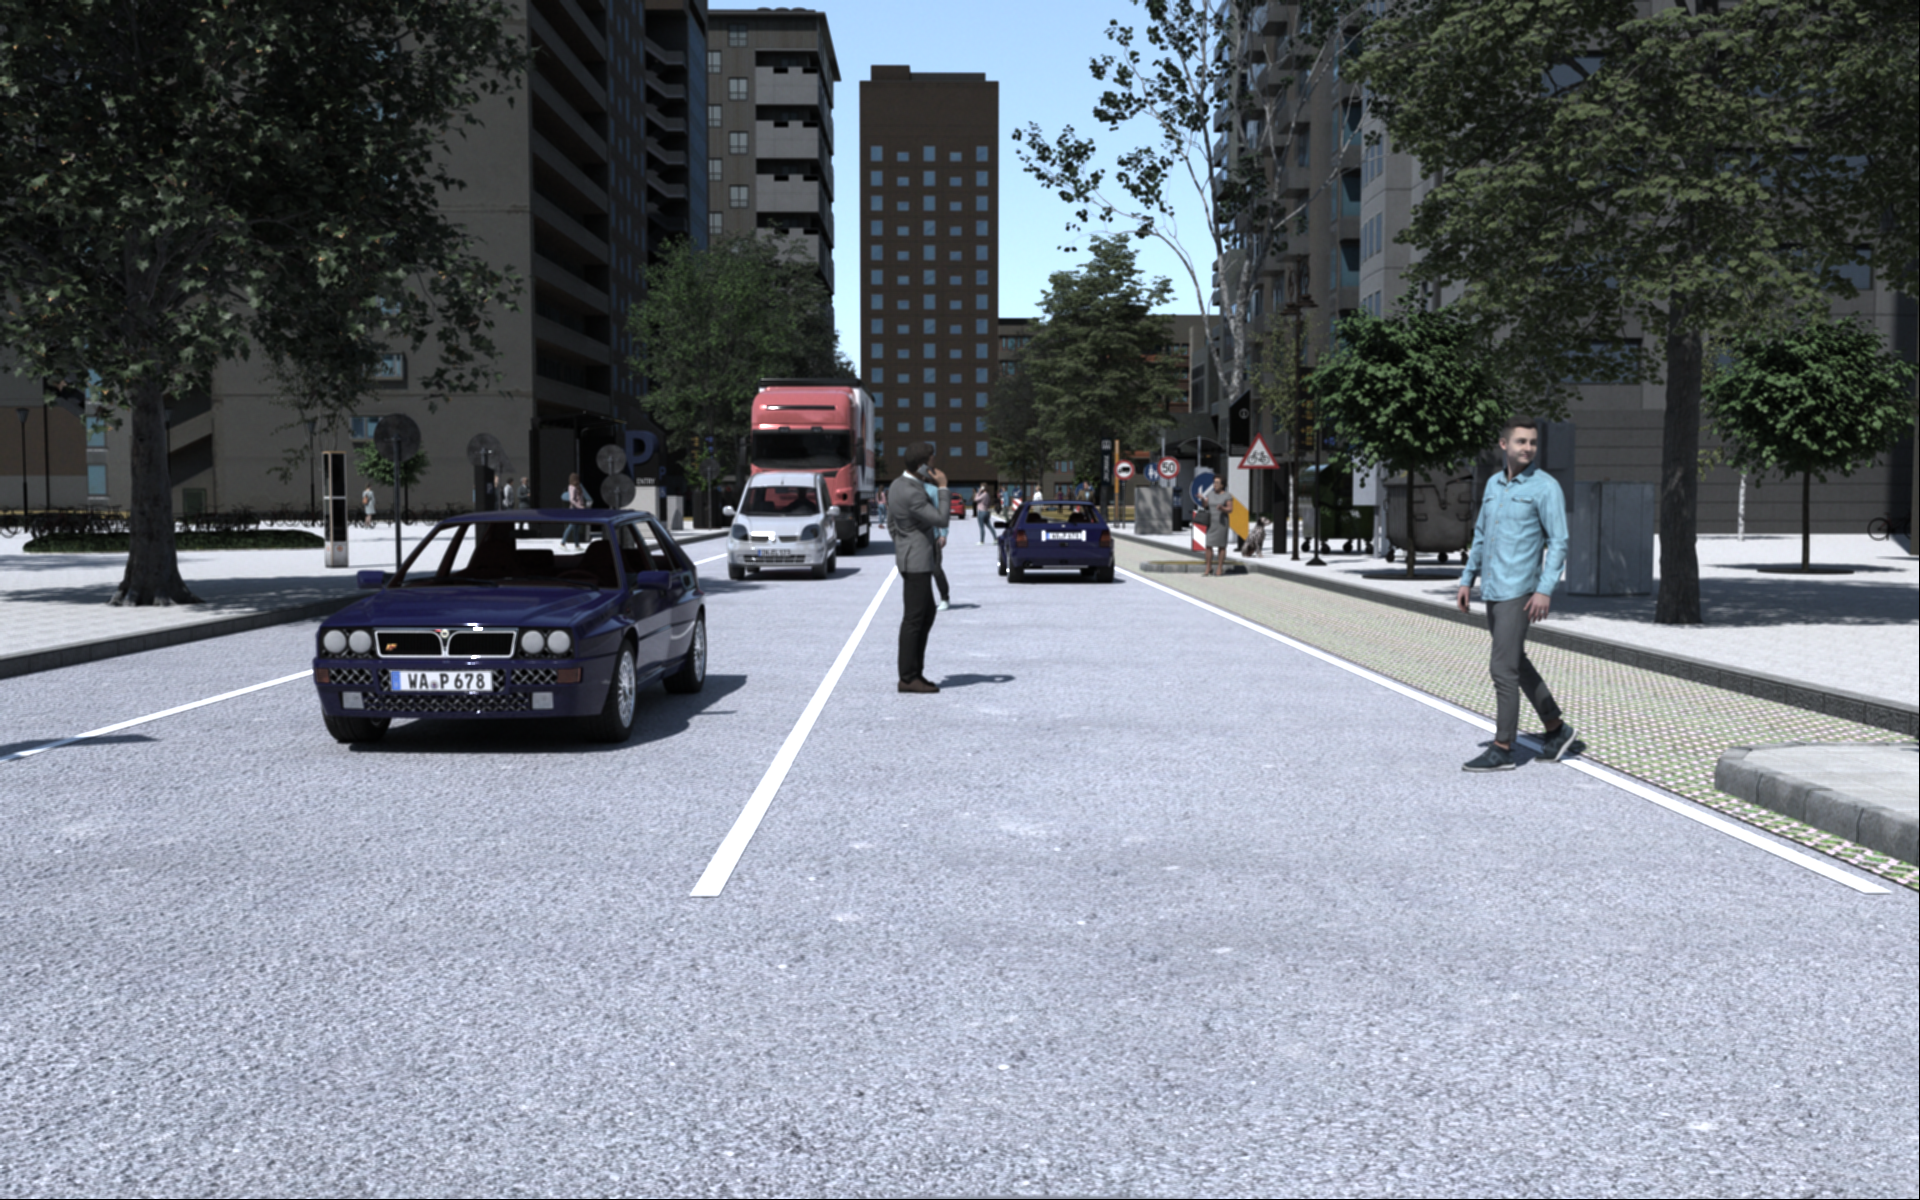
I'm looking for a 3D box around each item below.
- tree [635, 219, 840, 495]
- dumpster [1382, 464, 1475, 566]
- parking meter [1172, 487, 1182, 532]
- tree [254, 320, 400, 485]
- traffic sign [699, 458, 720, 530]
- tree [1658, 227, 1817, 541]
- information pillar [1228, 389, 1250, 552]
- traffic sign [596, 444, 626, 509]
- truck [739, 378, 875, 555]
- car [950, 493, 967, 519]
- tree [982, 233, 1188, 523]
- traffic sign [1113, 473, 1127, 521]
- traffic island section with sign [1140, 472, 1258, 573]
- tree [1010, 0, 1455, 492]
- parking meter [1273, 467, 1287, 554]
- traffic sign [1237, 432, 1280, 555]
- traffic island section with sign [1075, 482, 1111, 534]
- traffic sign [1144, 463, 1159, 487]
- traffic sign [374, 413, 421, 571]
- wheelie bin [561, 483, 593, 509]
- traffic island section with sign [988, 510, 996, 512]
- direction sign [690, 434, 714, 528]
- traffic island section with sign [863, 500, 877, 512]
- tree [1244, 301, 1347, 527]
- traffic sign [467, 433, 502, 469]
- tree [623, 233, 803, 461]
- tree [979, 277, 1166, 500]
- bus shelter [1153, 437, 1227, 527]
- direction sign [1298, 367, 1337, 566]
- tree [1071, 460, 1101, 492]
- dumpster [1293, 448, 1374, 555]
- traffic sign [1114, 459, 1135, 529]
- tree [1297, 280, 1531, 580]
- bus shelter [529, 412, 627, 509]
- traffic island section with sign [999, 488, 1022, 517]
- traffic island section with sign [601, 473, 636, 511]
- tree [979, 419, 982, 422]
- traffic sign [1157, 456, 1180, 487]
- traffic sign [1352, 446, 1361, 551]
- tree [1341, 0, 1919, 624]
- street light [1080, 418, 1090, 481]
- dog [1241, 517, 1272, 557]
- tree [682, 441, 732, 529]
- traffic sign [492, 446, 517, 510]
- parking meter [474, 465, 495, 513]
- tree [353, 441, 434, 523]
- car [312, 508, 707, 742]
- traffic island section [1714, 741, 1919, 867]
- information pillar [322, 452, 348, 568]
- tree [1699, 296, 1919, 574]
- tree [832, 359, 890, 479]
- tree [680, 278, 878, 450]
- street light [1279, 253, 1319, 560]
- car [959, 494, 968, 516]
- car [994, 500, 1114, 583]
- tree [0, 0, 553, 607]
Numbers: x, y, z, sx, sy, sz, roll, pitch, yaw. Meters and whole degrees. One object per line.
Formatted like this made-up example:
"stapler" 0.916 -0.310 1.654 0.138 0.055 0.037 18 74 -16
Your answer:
"tree" -10.408 -10.658 80.906 9.857 13.997 8.962 0 3 0
"dumpster" 8.568 -1.584 31.663 1.264 1.857 1.865 0 4 -1
"parking meter" 7.383 -3.094 58.993 0.372 1.533 0.369 0 3 0
"tree" -16.790 -5.842 45.886 4.360 8.622 3.978 0 3 0
"traffic sign" -8.894 -3.758 61.553 0.768 2.556 0.104 0 4 3
"tree" 21.366 -5.928 47.290 4.737 8.622 4.395 0 3 0
"information pillar" 6.219 -2.886 38.534 0.504 3.616 0.183 -1 4 -15
"traffic sign" -8.951 -2.712 44.443 0.768 2.556 0.104 0 4 3
"truck" -3.637 -3.375 44.096 2.839 4.237 11.283 0 4 0
"car" -0.677 -5.514 99.202 2.155 1.783 4.494 0 4 -3
"tree" 6.251 -9.626 75.513 7.486 12.596 7.792 0 3 0
"traffic sign" 7.618 -5.002 81.891 0.768 2.556 0.104 0 4 4
"traffic island section with sign" 4.380 -1.436 32.104 1.989 1.847 2.006 0 4 -1
"tree" 7.795 -11.725 47.590 12.611 20.169 13.585 0 3 0
"parking meter" 6.868 -1.923 37.155 0.255 1.863 0.399 1 4 17
"traffic sign" 6.286 -2.234 36.524 0.884 2.594 0.081 0 4 3
"traffic island section with sign" 4.078 -3.084 59.057 1.989 1.847 2.006 0 4 -1
"traffic sign" 7.822 -4.283 70.129 0.768 2.556 0.104 0 4 4
"traffic sign" -8.897 -1.669 27.391 0.768 2.556 0.104 0 4 4
"wheelie bin" -10.056 -2.296 45.454 0.693 1.594 0.980 0 4 4
"traffic island section with sign" 3.184 -7.849 136.964 1.989 1.847 2.006 0 4 -1
"direction sign" -9.707 -4.481 65.255 0.876 3.537 0.379 0 4 4
"traffic island section with sign" -7.533 -7.824 136.547 1.989 1.847 2.006 0 4 -1
"tree" 12.985 -7.102 66.475 4.737 8.622 4.395 0 3 0
"traffic sign" -9.949 -2.210 36.236 0.768 2.556 0.104 0 4 7
"tree" -9.966 -8.818 69.937 9.928 11.665 9.643 0 3 0
"tree" 6.566 -11.455 97.652 12.009 13.543 11.850 0 3 0
"bus shelter" 8.540 -4.323 64.605 2.014 3.302 5.546 0 4 -1
"direction sign" 6.414 -2.390 31.074 0.876 3.537 0.379 -2 4 -29
"tree" 6.226 -5.792 89.303 1.663 3.219 1.824 0 3 0
"dumpster" 8.106 -2.125 37.233 1.502 2.255 1.985 0 4 0
"traffic sign" 6.040 -3.894 63.772 0.768 2.556 0.104 0 4 4
"tree" 6.864 -2.609 26.376 4.285 4.588 4.351 0 3 0
"bus shelter" -11.525 -3.755 52.676 1.731 3.624 6.357 0 4 -1
"traffic island section with sign" 3.493 -6.201 110.011 1.989 1.847 2.006 0 4 -1
"traffic island section with sign" -6.342 -1.429 31.992 1.989 1.847 2.006 0 4 -1
"tree" 5.478 -14.030 147.512 7.486 12.596 7.792 0 3 0
"traffic sign" 7.035 -3.571 58.485 0.768 2.556 0.104 0 4 6
"traffic sign" 8.941 -2.362 38.726 0.768 2.556 0.104 0 4 2
"tree" 7.288 -6.015 16.465 7.486 12.596 7.792 0 3 0
"street light" 5.894 -6.677 81.952 0.468 5.910 1.993 0 4 -1
"dog" 5.977 -1.281 35.325 0.513 0.831 0.800 -1 4 -10
"tree" -9.409 -4.214 63.502 1.663 3.219 1.824 0 3 0
"traffic sign" -11.863 -2.731 44.655 0.884 2.594 0.081 0 4 6
"parking meter" -9.613 -1.795 35.065 0.255 1.863 0.399 1 4 19
"tree" -25.509 -5.786 78.321 4.285 4.588 4.351 0 3 0
"car" -2.751 0.082 11.235 1.945 1.354 3.894 0 4 1
"traffic island section" 4.650 0.904 7.507 2.009 0.180 2.903 0 4 -1
"information pillar" -10.866 -1.569 30.138 0.304 2.012 0.304 -3 5 -42
"tree" 13.862 -2.729 28.335 4.285 4.588 4.351 0 3 0
"tree" -10.618 -13.913 144.486 9.611 12.733 9.660 0 3 0
"tree" -10.077 -11.329 95.605 12.009 13.543 11.850 0 3 0
"street light" 6.507 -3.708 33.419 0.468 5.910 1.993 0 4 -1
"car" -0.502 -6.258 112.539 2.015 1.641 3.980 0 4 -1
"car" 1.572 -1.021 29.272 1.945 1.354 3.894 0 4 -2
"tree" -9.539 -6.295 19.939 9.611 12.733 9.660 0 3 0
